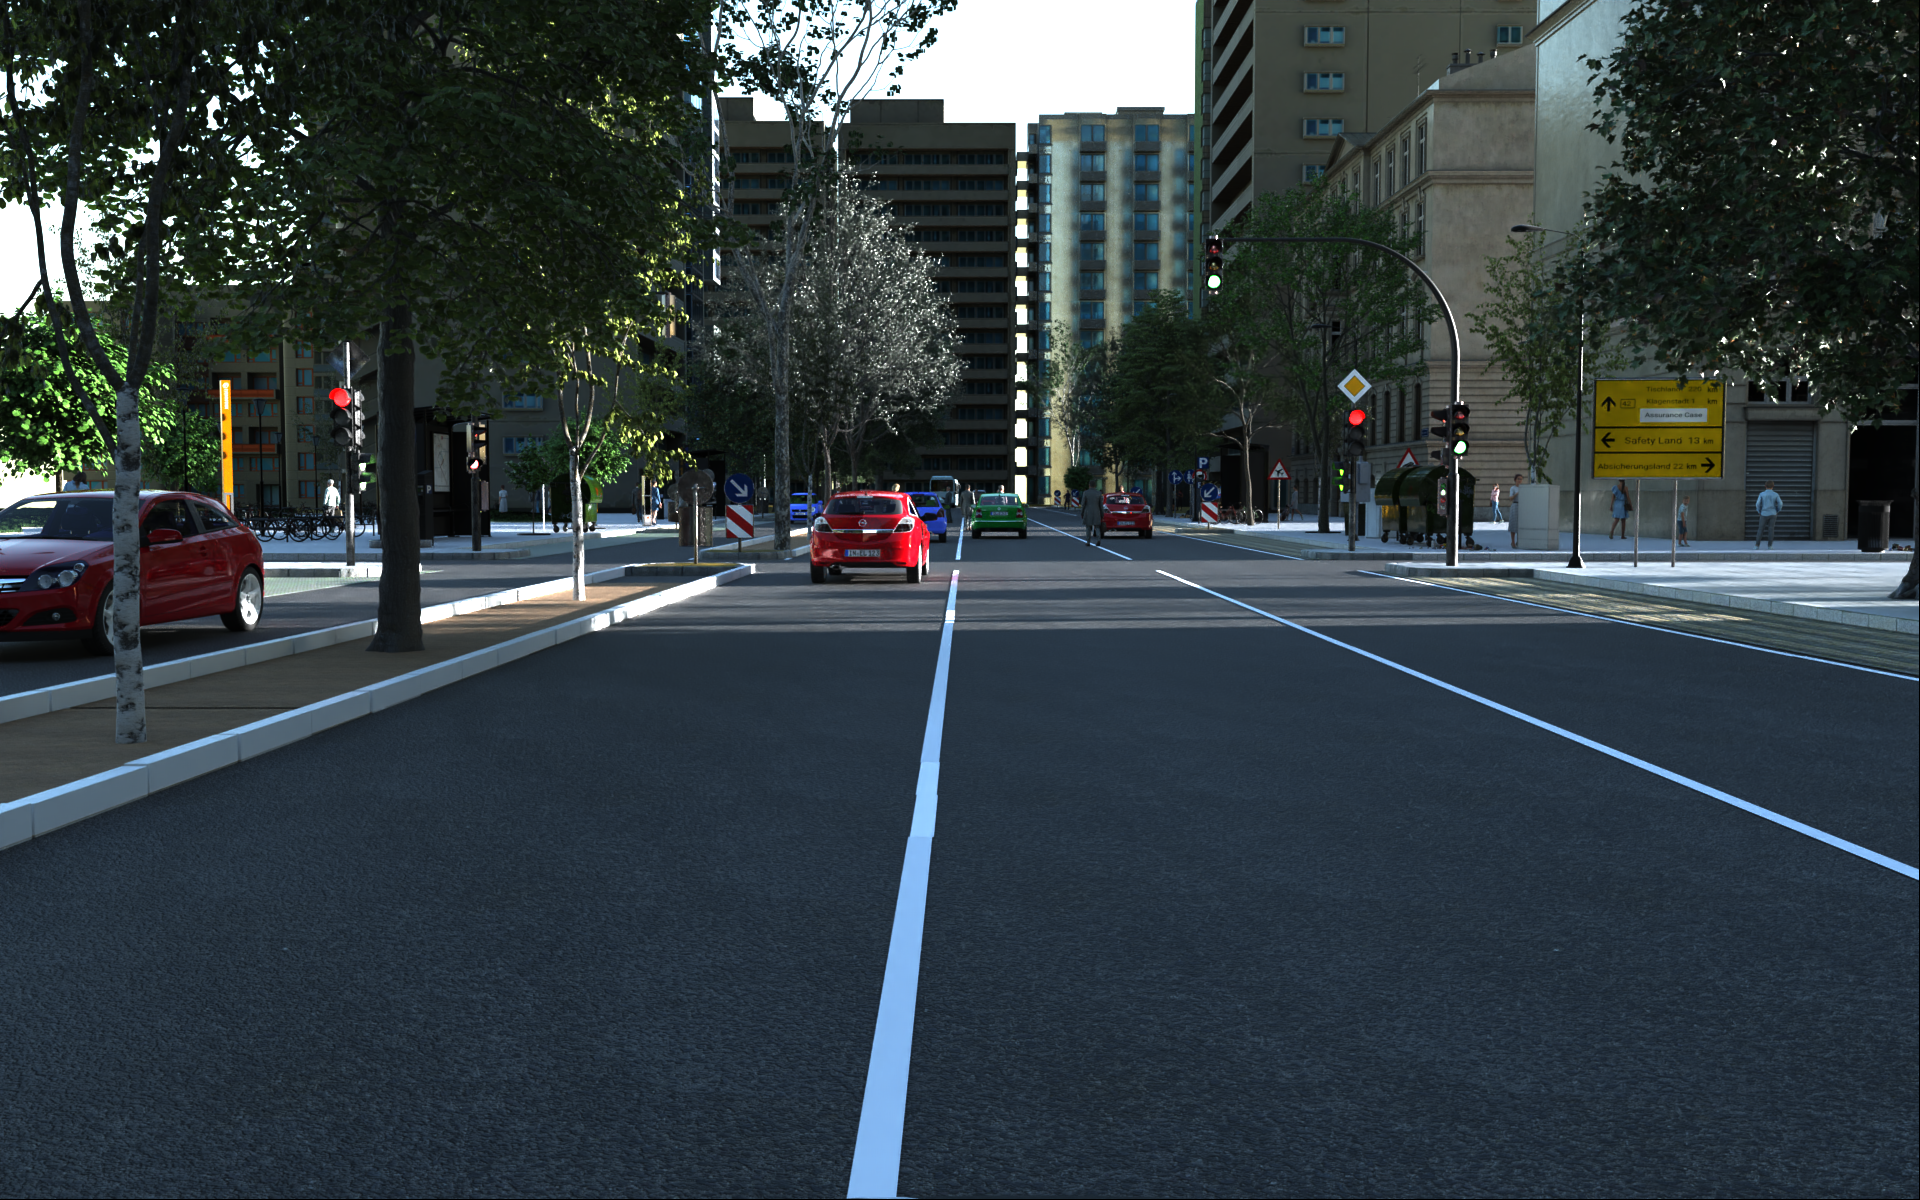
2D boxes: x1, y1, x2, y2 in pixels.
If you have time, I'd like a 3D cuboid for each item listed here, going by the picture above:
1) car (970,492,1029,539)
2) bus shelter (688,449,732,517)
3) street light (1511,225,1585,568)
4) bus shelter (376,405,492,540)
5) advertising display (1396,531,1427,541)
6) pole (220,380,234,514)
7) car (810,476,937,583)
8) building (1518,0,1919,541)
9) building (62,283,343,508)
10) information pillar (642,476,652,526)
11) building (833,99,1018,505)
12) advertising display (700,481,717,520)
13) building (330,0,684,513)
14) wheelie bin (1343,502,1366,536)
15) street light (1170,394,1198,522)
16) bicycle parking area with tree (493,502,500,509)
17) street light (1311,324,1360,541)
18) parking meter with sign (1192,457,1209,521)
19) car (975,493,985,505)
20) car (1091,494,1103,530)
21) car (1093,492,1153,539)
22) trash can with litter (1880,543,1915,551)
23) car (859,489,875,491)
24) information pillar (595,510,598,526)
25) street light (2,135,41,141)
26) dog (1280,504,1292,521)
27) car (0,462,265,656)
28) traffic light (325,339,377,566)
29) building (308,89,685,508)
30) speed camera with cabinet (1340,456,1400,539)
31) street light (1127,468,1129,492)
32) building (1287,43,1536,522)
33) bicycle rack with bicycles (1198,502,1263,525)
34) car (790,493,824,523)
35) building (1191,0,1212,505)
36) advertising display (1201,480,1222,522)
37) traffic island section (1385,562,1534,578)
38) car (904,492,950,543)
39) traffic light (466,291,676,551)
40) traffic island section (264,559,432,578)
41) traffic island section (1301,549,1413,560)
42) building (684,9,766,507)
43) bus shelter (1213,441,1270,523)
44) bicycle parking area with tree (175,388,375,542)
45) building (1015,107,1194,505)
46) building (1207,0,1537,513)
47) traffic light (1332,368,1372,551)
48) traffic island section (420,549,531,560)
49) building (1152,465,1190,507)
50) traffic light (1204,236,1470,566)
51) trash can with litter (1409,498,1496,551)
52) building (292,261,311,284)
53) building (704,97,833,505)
[{"bbox_3d":[1.306,-2.952,57.062,1.959,1.807,4.718,0,4,2],"label":"car"},{"bbox_3d":[-13.444,-6.191,92.510,1.731,3.624,6.357,0,3,0],"label":"bus shelter"},{"bbox_3d":[10.200,-3.517,30.039,1.470,5.913,1.316,0,4,0],"label":"street light"},{"bbox_3d":[-14.594,-3.520,48.841,1.731,3.624,6.357,0,4,0],"label":"bus shelter"},{"bbox_3d":[12.434,-2.591,47.580,0.974,1.923,0.123,-1,4,-12],"label":"advertising display"},{"bbox_3d":[-13.173,-2.281,31.134,0.158,3.312,0.155,0,3,0],"label":"pole"},{"bbox_3d":[-1.477,-1.243,29.359,2.155,1.783,4.494,0,4,1],"label":"car"},{"bbox_3d":[34.421,-13.494,53.907,30.059,22.955,16.112,0,4,0],"label":"building"},{"bbox_3d":[-66.042,-19.800,168.776,28.899,21.520,27.650,0,4,0],"label":"building"},{"bbox_3d":[-12.526,-3.960,69.238,0.304,2.012,0.304,-2,4,-27],"label":"information pillar"},{"bbox_3d":[-3.868,-36.232,216.092,21.600,48.544,21.300,0,4,0],"label":"building"},{"bbox_3d":[-12.555,-4.973,86.516,0.123,1.923,0.974,3,5,44],"label":"advertising display"},{"bbox_3d":[-32.071,-30.616,124.267,21.300,48.544,21.600,0,4,0],"label":"building"},{"bbox_3d":[12.199,-2.782,53.386,0.980,1.594,0.693,-2,4,-32],"label":"wheelie bin"},{"bbox_3d":[10.375,-6.586,80.223,1.470,5.913,1.316,0,4,0],"label":"street light"},{"bbox_3d":[-32.669,-7.356,107.269,8.231,4.147,9.016,1,4,9],"label":"bicycle parking area with tree"},{"bbox_3d":[10.279,-4.581,47.443,1.470,5.913,1.316,0,4,0],"label":"street light"},{"bbox_3d":[11.380,-5.273,82.473,0.543,3.016,1.738,0,4,-4],"label":"parking meter with sign"},{"bbox_3d":[1.667,-5.044,91.508,2.155,1.783,4.494,0,4,0],"label":"car"},{"bbox_3d":[5.997,-3.526,67.879,2.015,1.641,3.980,0,4,0],"label":"car"},{"bbox_3d":[5.335,-2.944,57.182,2.155,1.783,4.494,0,4,2],"label":"car"},{"bbox_3d":[21.729,-1.723,39.226,1.678,1.210,2.233,-1,4,-9],"label":"trash can with litter"},{"bbox_3d":[-6.875,-7.439,130.298,2.281,1.827,5.304,0,4,2],"label":"car"},{"bbox_3d":[-14.791,-4.805,69.914,0.183,3.616,0.504,-3,4,-36],"label":"information pillar"},{"bbox_3d":[-12.470,-3.049,22.388,1.470,5.913,1.316,0,4,0],"label":"street light"},{"bbox_3d":[15.474,-4.165,82.484,0.513,0.831,0.800,0,4,-1],"label":"dog"},{"bbox_3d":[-8.340,-0.469,16.707,2.155,1.783,4.494,0,4,1],"label":"car"},{"bbox_3d":[-10.899,-2.569,30.917,0.839,4.253,0.868,0,4,0],"label":"traffic light"},{"bbox_3d":[-37.288,-27.858,147.354,32.217,40.220,23.993,0,4,0],"label":"building"},{"bbox_3d":[11.859,-3.399,49.906,2.038,3.252,0.660,-3,4,-36],"label":"speed camera with cabinet"},{"bbox_3d":[10.500,-8.639,113.792,1.470,5.913,1.316,0,4,0],"label":"street light"},{"bbox_3d":[26.736,-16.940,96.057,14.460,24.649,34.723,0,4,0],"label":"building"},{"bbox_3d":[11.568,-3.705,73.956,2.925,0.926,2.852,-1,4,-14],"label":"bicycle rack with bicycles"},{"bbox_3d":[-7.564,-4.537,83.776,1.945,1.707,3.694,0,4,0],"label":"car"},{"bbox_3d":[26.127,-28.129,143.505,14.154,41.232,14.086,0,4,0],"label":"building"},{"bbox_3d":[11.596,-4.569,79.911,0.974,1.923,0.123,1,4,20],"label":"advertising display"},{"bbox_3d":[8.802,-0.532,30.972,2.009,0.180,2.903,0,4,0],"label":"traffic island section"},{"bbox_3d":[-1.254,-2.616,52.368,1.945,1.707,3.694,0,4,-1],"label":"car"},{"bbox_3d":[-8.777,-3.930,38.929,4.771,5.953,1.251,0,4,0],"label":"traffic light"},{"bbox_3d":[-10.939,-0.536,31.051,2.009,0.180,2.903,0,4,0],"label":"traffic island section"},{"bbox_3d":[8.832,-1.020,38.957,2.009,0.180,2.903,0,4,0],"label":"traffic island section"},{"bbox_3d":[-36.083,-52.390,169.245,31.000,86.520,22.319,0,4,0],"label":"building"},{"bbox_3d":[12.978,-5.432,80.099,1.731,3.624,6.357,0,4,0],"label":"bus shelter"},{"bbox_3d":[-21.147,-3.824,49.526,9.016,4.147,8.231,1,4,13],"label":"bicycle parking area with tree"},{"bbox_3d":[22.164,-36.537,216.981,30.456,49.044,23.786,0,4,0],"label":"building"},{"bbox_3d":[30.223,-30.688,125.456,21.300,48.544,21.600,0,4,0],"label":"building"},{"bbox_3d":[8.792,-3.053,38.843,0.839,4.253,0.868,0,4,0],"label":"traffic light"},{"bbox_3d":[-10.909,-1.025,39.036,2.009,0.180,2.903,0,4,0],"label":"traffic island section"},{"bbox_3d":[31.344,-52.117,164.790,22.319,86.520,31.000,0,4,0],"label":"building"},{"bbox_3d":[6.670,-3.429,30.725,4.771,5.953,1.251,0,4,0],"label":"traffic light"},{"bbox_3d":[11.539,-1.771,40.020,1.678,1.210,2.233,-1,4,-14],"label":"trash can with litter"},{"bbox_3d":[-73.180,-26.963,212.539,14.107,30.474,14.160,0,4,0],"label":"building"},{"bbox_3d":[-26.406,-36.172,215.109,21.600,48.544,21.300,0,4,0],"label":"building"}]
